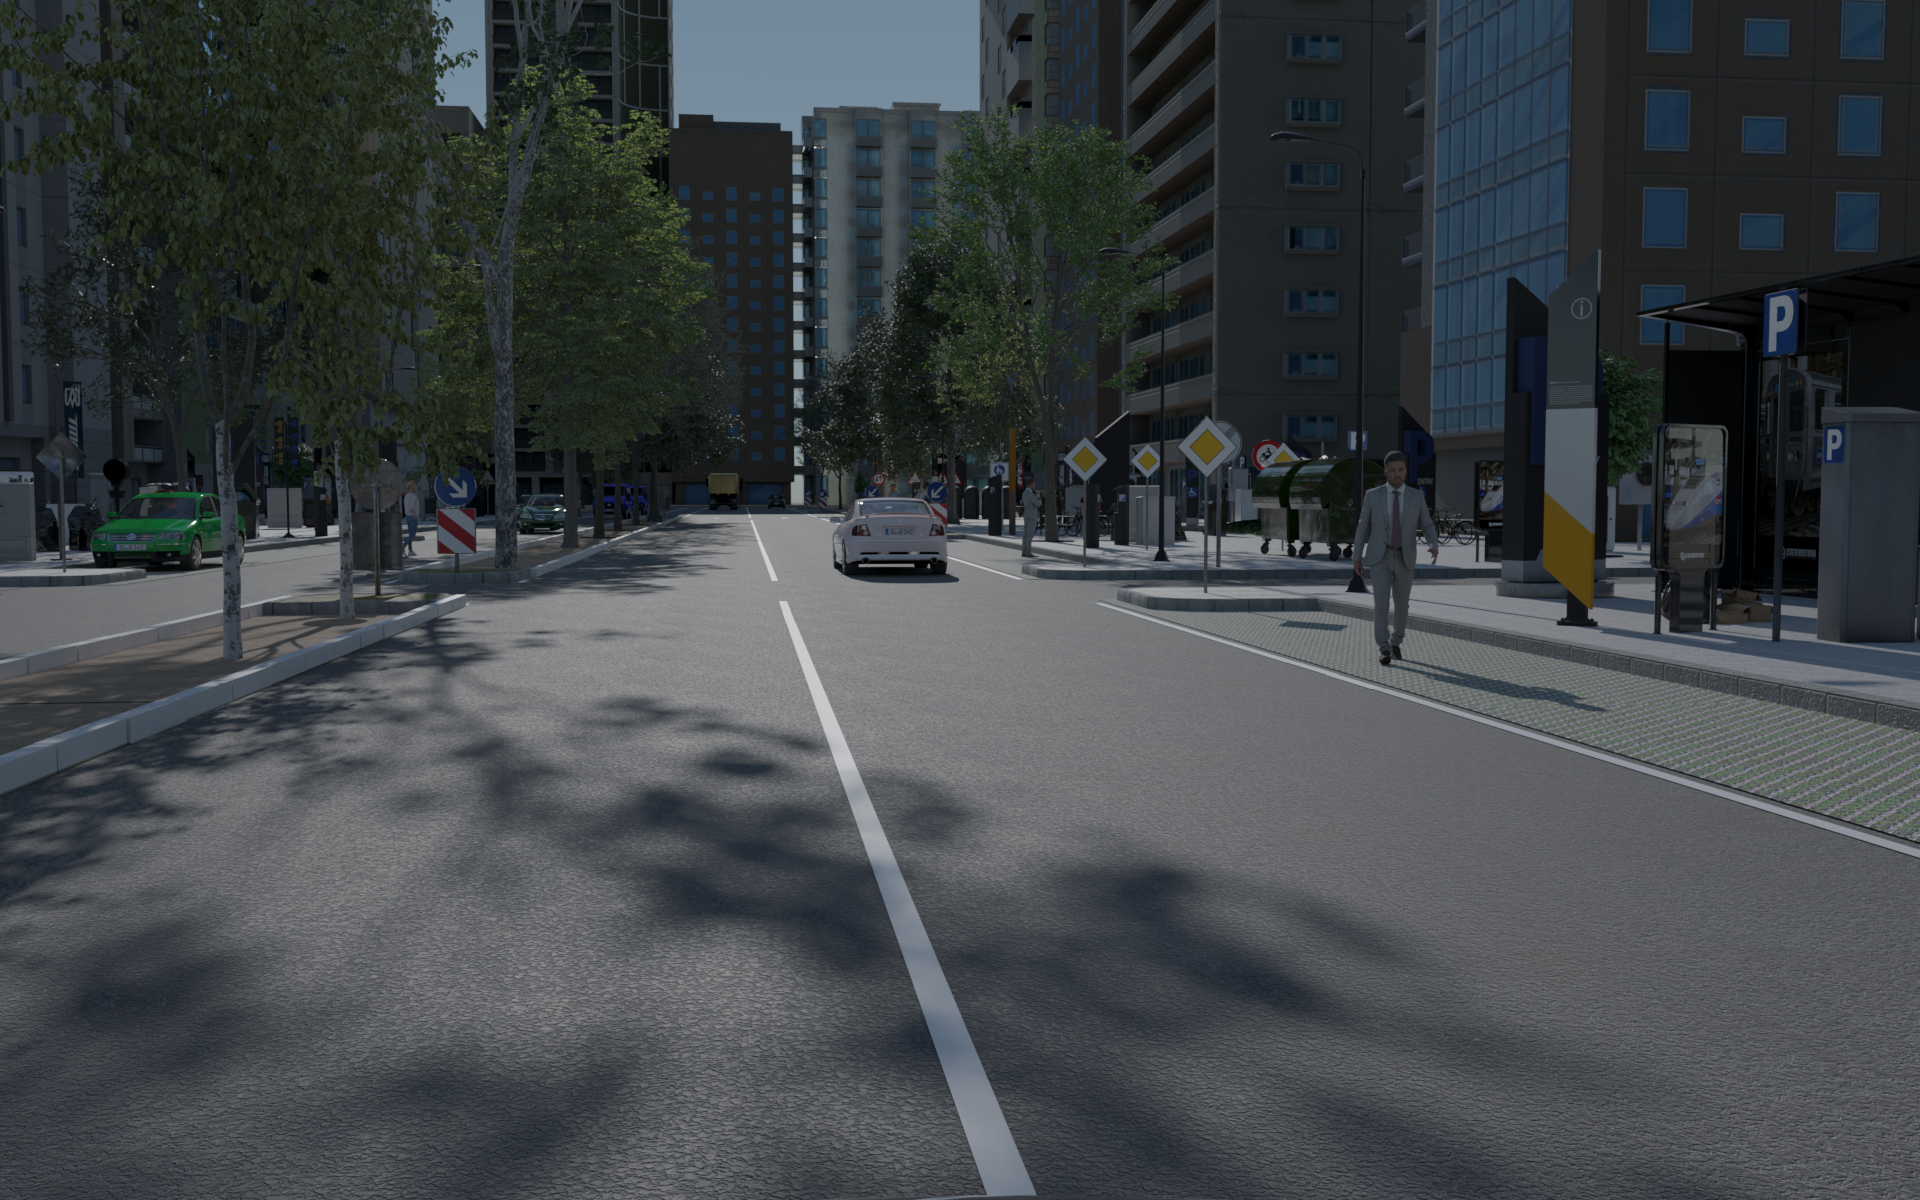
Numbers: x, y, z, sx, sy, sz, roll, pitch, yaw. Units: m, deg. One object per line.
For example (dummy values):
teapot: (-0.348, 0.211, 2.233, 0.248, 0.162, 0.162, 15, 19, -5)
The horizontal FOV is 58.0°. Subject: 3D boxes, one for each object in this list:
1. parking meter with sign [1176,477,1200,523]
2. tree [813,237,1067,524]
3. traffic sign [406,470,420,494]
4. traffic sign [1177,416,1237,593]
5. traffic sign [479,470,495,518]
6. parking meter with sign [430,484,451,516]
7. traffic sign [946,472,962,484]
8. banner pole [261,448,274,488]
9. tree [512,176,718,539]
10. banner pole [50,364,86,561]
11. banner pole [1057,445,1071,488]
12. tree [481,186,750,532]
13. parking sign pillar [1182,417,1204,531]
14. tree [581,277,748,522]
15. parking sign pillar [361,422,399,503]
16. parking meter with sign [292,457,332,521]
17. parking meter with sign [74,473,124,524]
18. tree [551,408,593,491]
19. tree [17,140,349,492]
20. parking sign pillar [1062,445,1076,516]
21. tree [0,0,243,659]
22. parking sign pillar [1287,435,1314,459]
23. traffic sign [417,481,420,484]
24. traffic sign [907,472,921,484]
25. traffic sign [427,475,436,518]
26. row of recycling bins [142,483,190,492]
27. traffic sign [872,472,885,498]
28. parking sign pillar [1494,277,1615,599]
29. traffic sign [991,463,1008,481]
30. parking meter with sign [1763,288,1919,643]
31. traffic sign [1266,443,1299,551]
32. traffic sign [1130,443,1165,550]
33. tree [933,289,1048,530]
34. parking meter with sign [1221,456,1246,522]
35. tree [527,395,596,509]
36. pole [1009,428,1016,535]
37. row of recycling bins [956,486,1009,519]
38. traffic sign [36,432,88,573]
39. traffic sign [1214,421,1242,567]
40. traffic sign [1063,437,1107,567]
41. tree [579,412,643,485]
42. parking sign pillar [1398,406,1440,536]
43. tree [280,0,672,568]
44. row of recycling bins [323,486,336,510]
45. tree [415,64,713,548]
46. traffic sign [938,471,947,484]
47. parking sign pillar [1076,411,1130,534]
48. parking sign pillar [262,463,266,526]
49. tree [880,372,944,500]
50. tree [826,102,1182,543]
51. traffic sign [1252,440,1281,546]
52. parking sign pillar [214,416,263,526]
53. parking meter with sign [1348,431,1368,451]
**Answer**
parking meter with sign: (10.247, -4.944, 77.101, 1.738, 3.016, 0.543, -1, 4, -20)
tree: (-0.373, -9.649, 74.775, 9.611, 12.733, 9.660, 0, 3, 0)
traffic sign: (-28.942, -5.603, 91.715, 0.768, 2.556, 0.104, 0, 4, -3)
traffic sign: (3.184, -1.148, 22.418, 0.795, 2.450, 0.064, 0, 4, -7)
traffic sign: (-25.416, -5.699, 93.190, 0.884, 2.594, 0.081, 0, 4, -6)
parking meter with sign: (-30.650, -6.432, 101.419, 1.738, 3.016, 0.543, -3, 5, -40)
traffic sign: (-0.322, -5.675, 92.795, 0.884, 2.594, 0.081, 0, 4, -5)
banner pole: (-37.270, -6.326, 93.439, 0.401, 3.779, 0.863, 3, 5, 43)
tree: (-11.500, -7.775, 55.328, 9.928, 11.665, 9.643, 0, 3, 0)
banner pole: (-17.334, -2.669, 33.660, 0.401, 3.779, 0.863, 1, 4, 18)
banner pole: (5.397, -6.060, 89.096, 0.863, 3.779, 0.401, -1, 4, -8)
tree: (-13.128, -9.381, 66.201, 12.009, 13.543, 11.850, 0, 3, 0)
parking sign pillar: (8.114, -4.396, 60.349, 1.447, 3.967, 1.447, 1, 4, 9)
tree: (-15.761, -10.372, 89.053, 9.611, 12.733, 9.660, 0, 3, 0)
parking sign pillar: (-21.680, -4.662, 64.694, 1.447, 3.967, 1.447, 0, 4, -7)
parking meter with sign: (-30.806, -5.271, 82.435, 0.543, 3.016, 1.738, 3, 5, 40)
parking meter with sign: (-30.763, -4.019, 61.978, 1.738, 3.016, 0.543, -1, 4, -11)
tree: (-30.673, -11.510, 138.544, 4.360, 8.622, 3.978, 0, 3, 0)
tree: (-19.880, -6.723, 44.332, 8.767, 10.594, 7.601, -1, 4, -13)
parking sign pillar: (6.310, -6.491, 94.603, 1.447, 3.967, 1.447, 1, 4, 23)
tree: (-6.227, -3.773, 14.514, 4.737, 8.622, 4.395, 0, 3, 0)
parking sign pillar: (15.312, -5.494, 78.296, 1.447, 3.967, 1.447, 3, 5, 41)
traffic sign: (-29.498, -5.712, 93.504, 0.768, 2.556, 0.104, 0, 4, -4)
traffic sign: (-2.469, -5.783, 94.550, 0.884, 2.594, 0.081, 0, 4, -2)
traffic sign: (-28.185, -5.669, 92.797, 0.768, 2.556, 0.104, 0, 4, -4)
row of recycling bins: (-30.527, -3.627, 66.409, 1.069, 1.692, 3.534, -3, 5, -44)
traffic sign: (-4.721, -6.148, 100.623, 0.768, 2.556, 0.104, 0, 4, -4)
parking sign pillar: (7.488, -2.035, 21.738, 1.447, 3.967, 1.447, -1, 4, -21)
traffic sign: (1.273, -3.296, 56.023, 0.606, 2.300, 0.079, 0, 4, -2)
parking meter with sign: (7.920, -1.147, 15.015, 1.738, 3.016, 0.543, 0, 4, -3)
traffic sign: (7.271, -2.312, 38.987, 0.795, 2.450, 0.064, 0, 4, -3)
traffic sign: (4.279, -2.350, 39.609, 0.795, 2.450, 0.064, 0, 4, -5)
tree: (1.263, -6.790, 61.373, 4.360, 8.622, 3.978, 0, 3, 0)
parking meter with sign: (12.239, -5.095, 79.562, 1.738, 3.016, 0.543, -1, 4, -18)
tree: (-32.613, -13.135, 149.166, 8.767, 10.594, 7.601, -2, 4, -31)
pole: (1.632, -3.674, 53.913, 0.158, 3.312, 0.155, 0, 3, 0)
row of recycling bins: (1.082, -5.001, 88.875, 3.534, 1.692, 1.069, 0, 4, 2)
traffic sign: (-14.631, -1.505, 28.245, 0.795, 2.450, 0.064, 0, 4, -7)
traffic sign: (4.532, -1.847, 30.306, 0.768, 2.556, 0.104, 0, 4, -4)
traffic sign: (2.183, -1.633, 30.341, 0.795, 2.450, 0.064, 0, 4, -7)
tree: (-35.957, -16.674, 179.268, 9.857, 13.997, 8.962, 0, 3, 0)
parking sign pillar: (14.060, -3.965, 53.307, 1.447, 3.967, 1.447, -2, 4, -34)
tree: (-10.012, -10.701, 33.310, 12.611, 20.169, 13.585, 0, 3, 0)
row of recycling bins: (-34.674, -5.357, 94.694, 1.069, 1.692, 3.534, -1, 4, -22)
tree: (-10.489, -7.671, 46.011, 7.486, 12.596, 7.792, 0, 3, 0)
traffic sign: (-0.964, -5.749, 93.993, 0.884, 2.594, 0.081, 0, 4, -3)
parking sign pillar: (4.844, -4.134, 56.060, 1.447, 3.967, 1.447, -2, 4, -31)
parking sign pillar: (-28.979, -5.002, 70.261, 1.447, 3.967, 1.447, -2, 4, -35)
tree: (-2.055, -8.402, 87.738, 4.737, 8.622, 4.395, 0, 3, 0)
tree: (2.365, -7.366, 46.188, 9.928, 11.665, 9.643, 0, 3, 0)
traffic sign: (7.224, -2.482, 40.680, 0.768, 2.556, 0.104, 0, 4, 1)
parking sign pillar: (-25.046, -4.367, 59.865, 1.447, 3.967, 1.447, -1, 4, -20)
parking meter with sign: (11.295, -3.190, 48.412, 0.543, 3.016, 1.738, 2, 4, 26)
